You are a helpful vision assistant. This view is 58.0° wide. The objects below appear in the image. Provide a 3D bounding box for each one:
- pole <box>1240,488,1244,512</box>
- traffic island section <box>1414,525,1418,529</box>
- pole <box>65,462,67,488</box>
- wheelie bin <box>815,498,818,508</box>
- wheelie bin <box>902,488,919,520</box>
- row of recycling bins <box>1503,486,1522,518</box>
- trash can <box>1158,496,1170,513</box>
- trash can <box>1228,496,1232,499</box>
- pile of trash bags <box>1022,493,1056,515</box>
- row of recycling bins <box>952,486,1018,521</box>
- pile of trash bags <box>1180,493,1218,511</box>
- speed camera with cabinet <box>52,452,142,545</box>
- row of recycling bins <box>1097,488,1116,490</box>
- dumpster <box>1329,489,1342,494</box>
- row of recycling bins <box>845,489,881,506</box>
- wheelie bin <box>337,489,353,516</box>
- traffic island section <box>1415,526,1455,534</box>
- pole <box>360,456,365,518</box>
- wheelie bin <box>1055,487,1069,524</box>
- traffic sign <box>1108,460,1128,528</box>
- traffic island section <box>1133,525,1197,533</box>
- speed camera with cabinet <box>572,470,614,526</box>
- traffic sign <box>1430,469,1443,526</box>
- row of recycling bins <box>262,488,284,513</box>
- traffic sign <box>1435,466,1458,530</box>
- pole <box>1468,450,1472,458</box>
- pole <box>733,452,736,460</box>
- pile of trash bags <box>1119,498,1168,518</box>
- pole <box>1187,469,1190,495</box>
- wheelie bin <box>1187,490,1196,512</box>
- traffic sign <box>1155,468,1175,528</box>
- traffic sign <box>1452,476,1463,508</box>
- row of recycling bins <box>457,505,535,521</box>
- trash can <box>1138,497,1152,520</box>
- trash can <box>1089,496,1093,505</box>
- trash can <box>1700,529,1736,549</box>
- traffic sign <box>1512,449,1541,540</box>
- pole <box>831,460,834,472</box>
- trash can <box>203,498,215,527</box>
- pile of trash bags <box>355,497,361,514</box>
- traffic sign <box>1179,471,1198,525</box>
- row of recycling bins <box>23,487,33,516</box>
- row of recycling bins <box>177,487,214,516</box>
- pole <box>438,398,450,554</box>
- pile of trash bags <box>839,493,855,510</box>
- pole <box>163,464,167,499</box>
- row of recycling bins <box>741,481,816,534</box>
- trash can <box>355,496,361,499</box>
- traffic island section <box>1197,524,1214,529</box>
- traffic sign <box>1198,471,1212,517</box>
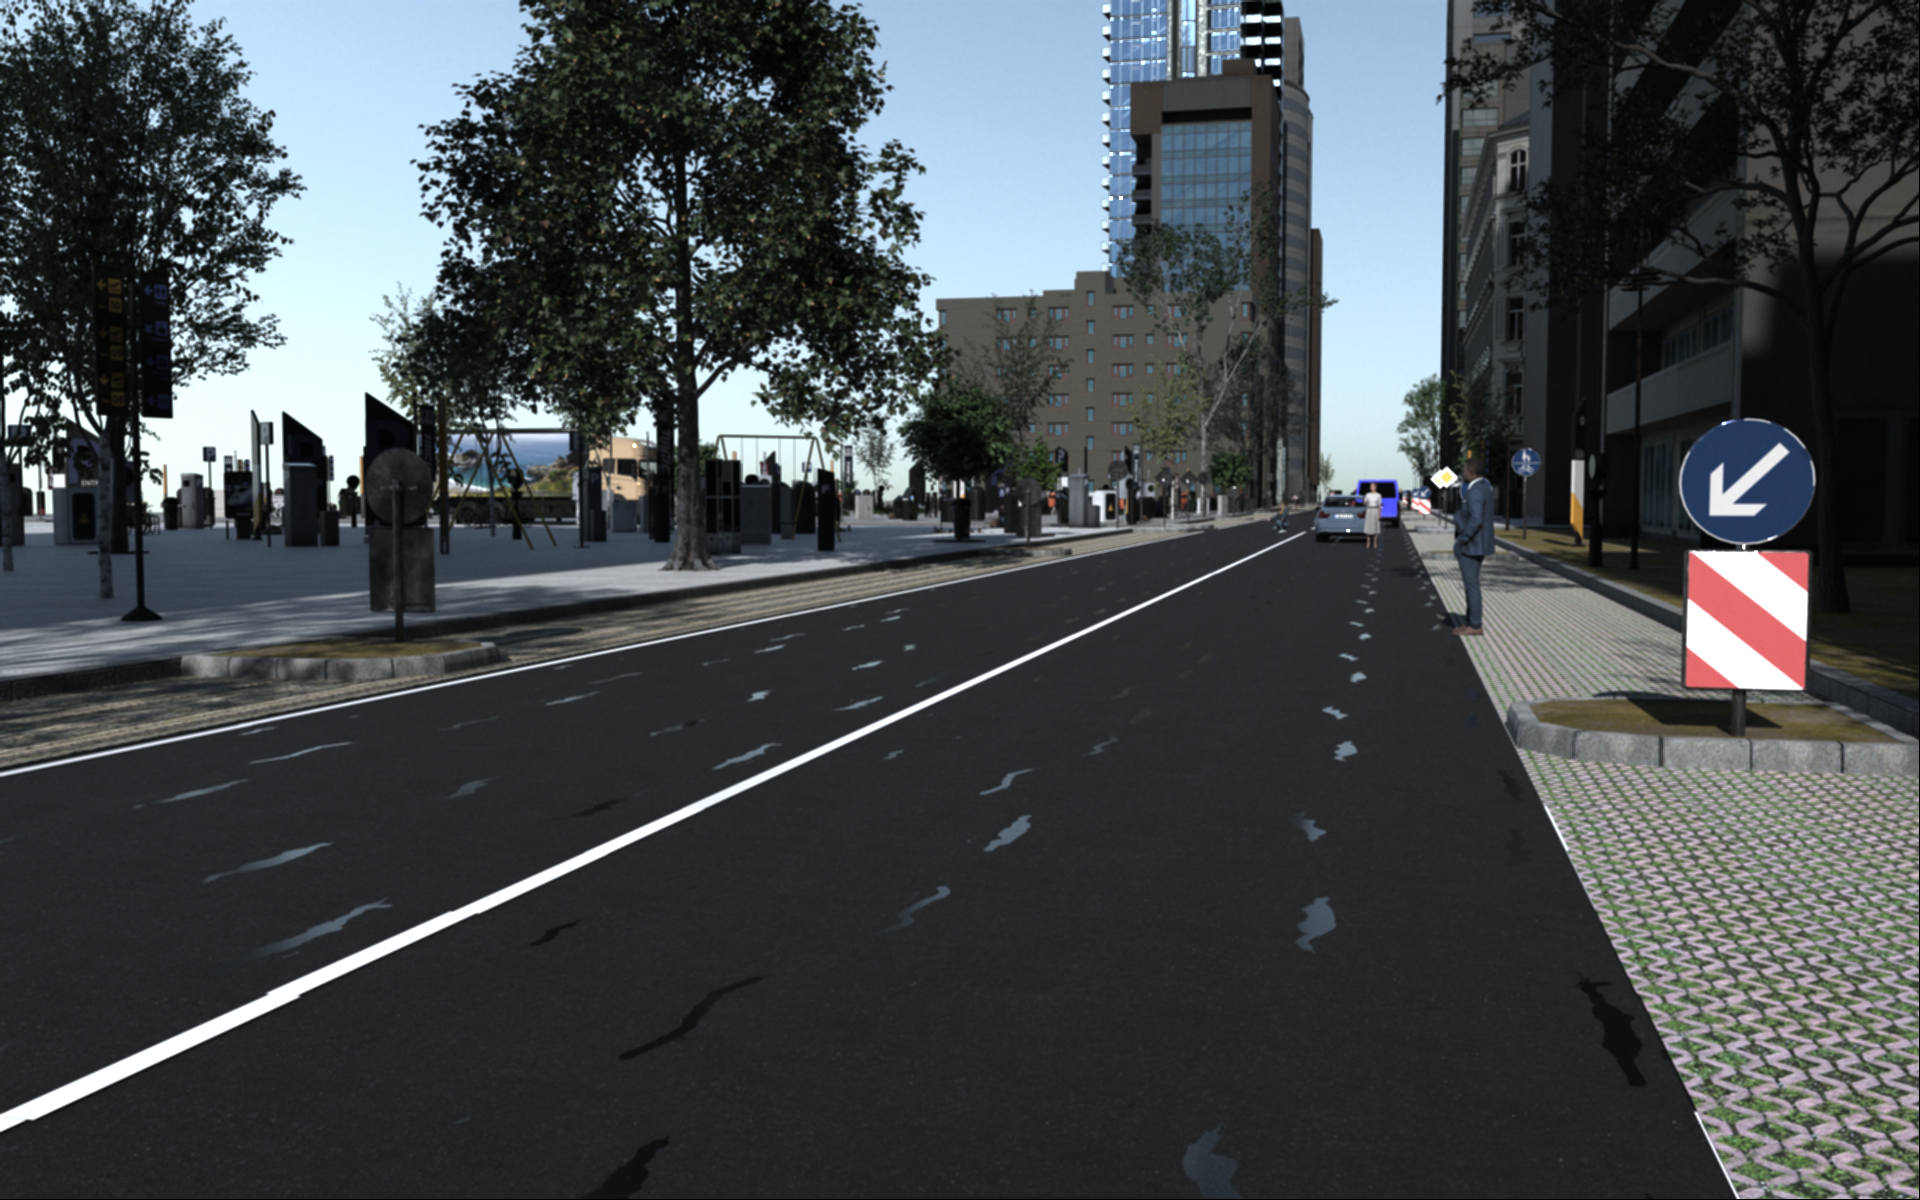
[{"bbox_3d":[19.821,-7.820,121.696,0.158,3.312,0.155,0,3,0],"label":"pole"},{"bbox_3d":[19.536,-2.948,70.475,2.009,0.180,2.903,1,4,14],"label":"traffic island section"},{"bbox_3d":[-56.893,-7.119,110.234,0.158,3.312,0.155,0,3,0],"label":"pole"},{"bbox_3d":[-11.323,-7.715,134.042,0.980,1.594,0.693,-1,4,-19],"label":"wheelie bin"},{"bbox_3d":[-2.416,-4.684,84.483,0.693,1.594,0.980,-3,4,-36],"label":"wheelie bin"},{"bbox_3d":[30.399,-5.186,91.902,3.534,1.692,1.069,-1,4,-22],"label":"row of recycling bins"},{"bbox_3d":[13.124,-6.107,111.497,0.748,1.137,0.748,0,3,0],"label":"trash can"},{"bbox_3d":[18.536,-6.605,119.650,0.748,1.137,0.748,0,3,0],"label":"trash can"},{"bbox_3d":[4.932,-5.944,106.934,1.912,1.369,3.447,-2,4,-30],"label":"pile of trash bags"},{"bbox_3d":[1.255,-4.702,83.989,3.534,1.692,1.069,2,4,23],"label":"row of recycling bins"},{"bbox_3d":[18.729,-7.636,134.603,3.447,1.369,1.912,-1,4,-14],"label":"pile of trash bags"},{"bbox_3d":[-22.196,-3.063,44.414,0.660,3.252,2.038,2,4,25],"label":"speed camera with cabinet"},{"bbox_3d":[10.673,-7.209,124.987,1.069,1.692,3.534,2,4,24],"label":"row of recycling bins"},{"bbox_3d":[58.015,-16.058,267.503,1.985,2.255,1.502,1,4,12],"label":"dumpster"},{"bbox_3d":[-8.726,-8.963,153.661,3.534,1.692,1.069,-1,4,-22],"label":"row of recycling bins"},{"bbox_3d":[-35.696,-5.678,100.748,0.693,1.594,0.980,2,4,32],"label":"wheelie bin"},{"bbox_3d":[17.615,-2.474,62.724,2.009,0.180,2.903,1,4,14],"label":"traffic island section"},{"bbox_3d":[-32.064,-6.061,92.946,0.158,3.312,0.155,0,3,0],"label":"pole"},{"bbox_3d":[4.527,-4.105,75.024,0.693,1.594,0.980,1,4,22],"label":"wheelie bin"},{"bbox_3d":[5.908,-3.963,64.896,0.768,2.556,0.104,1,4,17],"label":"traffic sign"},{"bbox_3d":[7.675,-2.624,65.183,2.009,0.180,2.903,1,4,14],"label":"traffic island section"},{"bbox_3d":[-14.481,-4.528,68.362,0.660,3.252,2.038,2,4,23],"label":"speed camera with cabinet"},{"bbox_3d":[19.511,-4.083,70.404,0.795,2.450,0.064,1,4,14],"label":"traffic sign"},{"bbox_3d":[-47.770,-6.931,120.438,3.534,1.692,1.069,-1,4,-9],"label":"row of recycling bins"},{"bbox_3d":[17.591,-3.609,62.652,0.795,2.450,0.064,1,4,14],"label":"traffic sign"},{"bbox_3d":[23.719,-5.310,80.661,0.158,3.312,0.155,0,3,0],"label":"pole"},{"bbox_3d":[-10.831,-5.468,83.248,0.158,3.312,0.155,0,3,0],"label":"pole"},{"bbox_3d":[9.578,-5.078,92.770,1.912,1.369,3.447,3,4,39],"label":"pile of trash bags"},{"bbox_3d":[18.509,-8.966,140.430,0.158,3.312,0.155,0,3,0],"label":"pole"},{"bbox_3d":[16.203,-6.931,121.226,0.693,1.594,0.980,0,4,6],"label":"wheelie bin"},{"bbox_3d":[7.699,-3.760,65.115,0.795,2.450,0.064,1,4,14],"label":"traffic sign"},{"bbox_3d":[28.311,-5.903,98.641,0.606,2.300,0.079,1,4,19],"label":"traffic sign"},{"bbox_3d":[-21.746,-4.529,81.155,3.534,1.692,1.069,-1,4,-11],"label":"row of recycling bins"},{"bbox_3d":[9.014,-4.447,84.361,0.748,1.137,0.748,0,3,0],"label":"trash can"},{"bbox_3d":[8.999,-6.751,122.032,0.748,1.137,0.748,0,3,0],"label":"trash can"},{"bbox_3d":[11.110,-0.831,25.241,0.748,1.137,0.748,0,3,0],"label":"trash can"},{"bbox_3d":[15.855,-2.964,48.560,0.768,2.556,0.104,1,4,18],"label":"traffic sign"},{"bbox_3d":[-7.643,-6.713,103.597,0.158,3.312,0.155,0,3,0],"label":"pole"},{"bbox_3d":[-29.660,-3.456,68.159,0.748,1.137,0.748,0,3,0],"label":"trash can"},{"bbox_3d":[-37.731,-6.183,110.841,1.912,1.369,3.447,3,5,41],"label":"pile of trash bags"},{"bbox_3d":[9.620,-4.234,72.867,0.795,2.450,0.064,1,4,14],"label":"traffic sign"},{"bbox_3d":[-55.110,-5.695,100.225,1.069,1.692,3.534,1,4,8],"label":"row of recycling bins"},{"bbox_3d":[-46.251,-5.971,104.736,3.534,1.692,1.069,3,5,39],"label":"row of recycling bins"},{"bbox_3d":[-11.047,-2.643,37.049,0.158,3.312,0.155,0,3,0],"label":"pole"},{"bbox_3d":[-8.720,-7.936,139.506,3.447,1.369,1.912,3,5,44],"label":"pile of trash bags"},{"bbox_3d":[-54.627,-7.659,119.061,0.158,3.312,0.155,0,3,0],"label":"pole"},{"bbox_3d":[-6.250,-3.056,57.080,3.534,1.692,1.069,2,4,32],"label":"row of recycling bins"},{"bbox_3d":[-39.816,-6.311,114.835,0.748,1.137,0.748,0,3,0],"label":"trash can"},{"bbox_3d":[9.596,-3.098,72.934,2.009,0.180,2.903,1,4,14],"label":"traffic island section"},{"bbox_3d":[13.466,-5.829,95.404,0.768,2.556,0.104,1,4,20],"label":"traffic sign"}]
